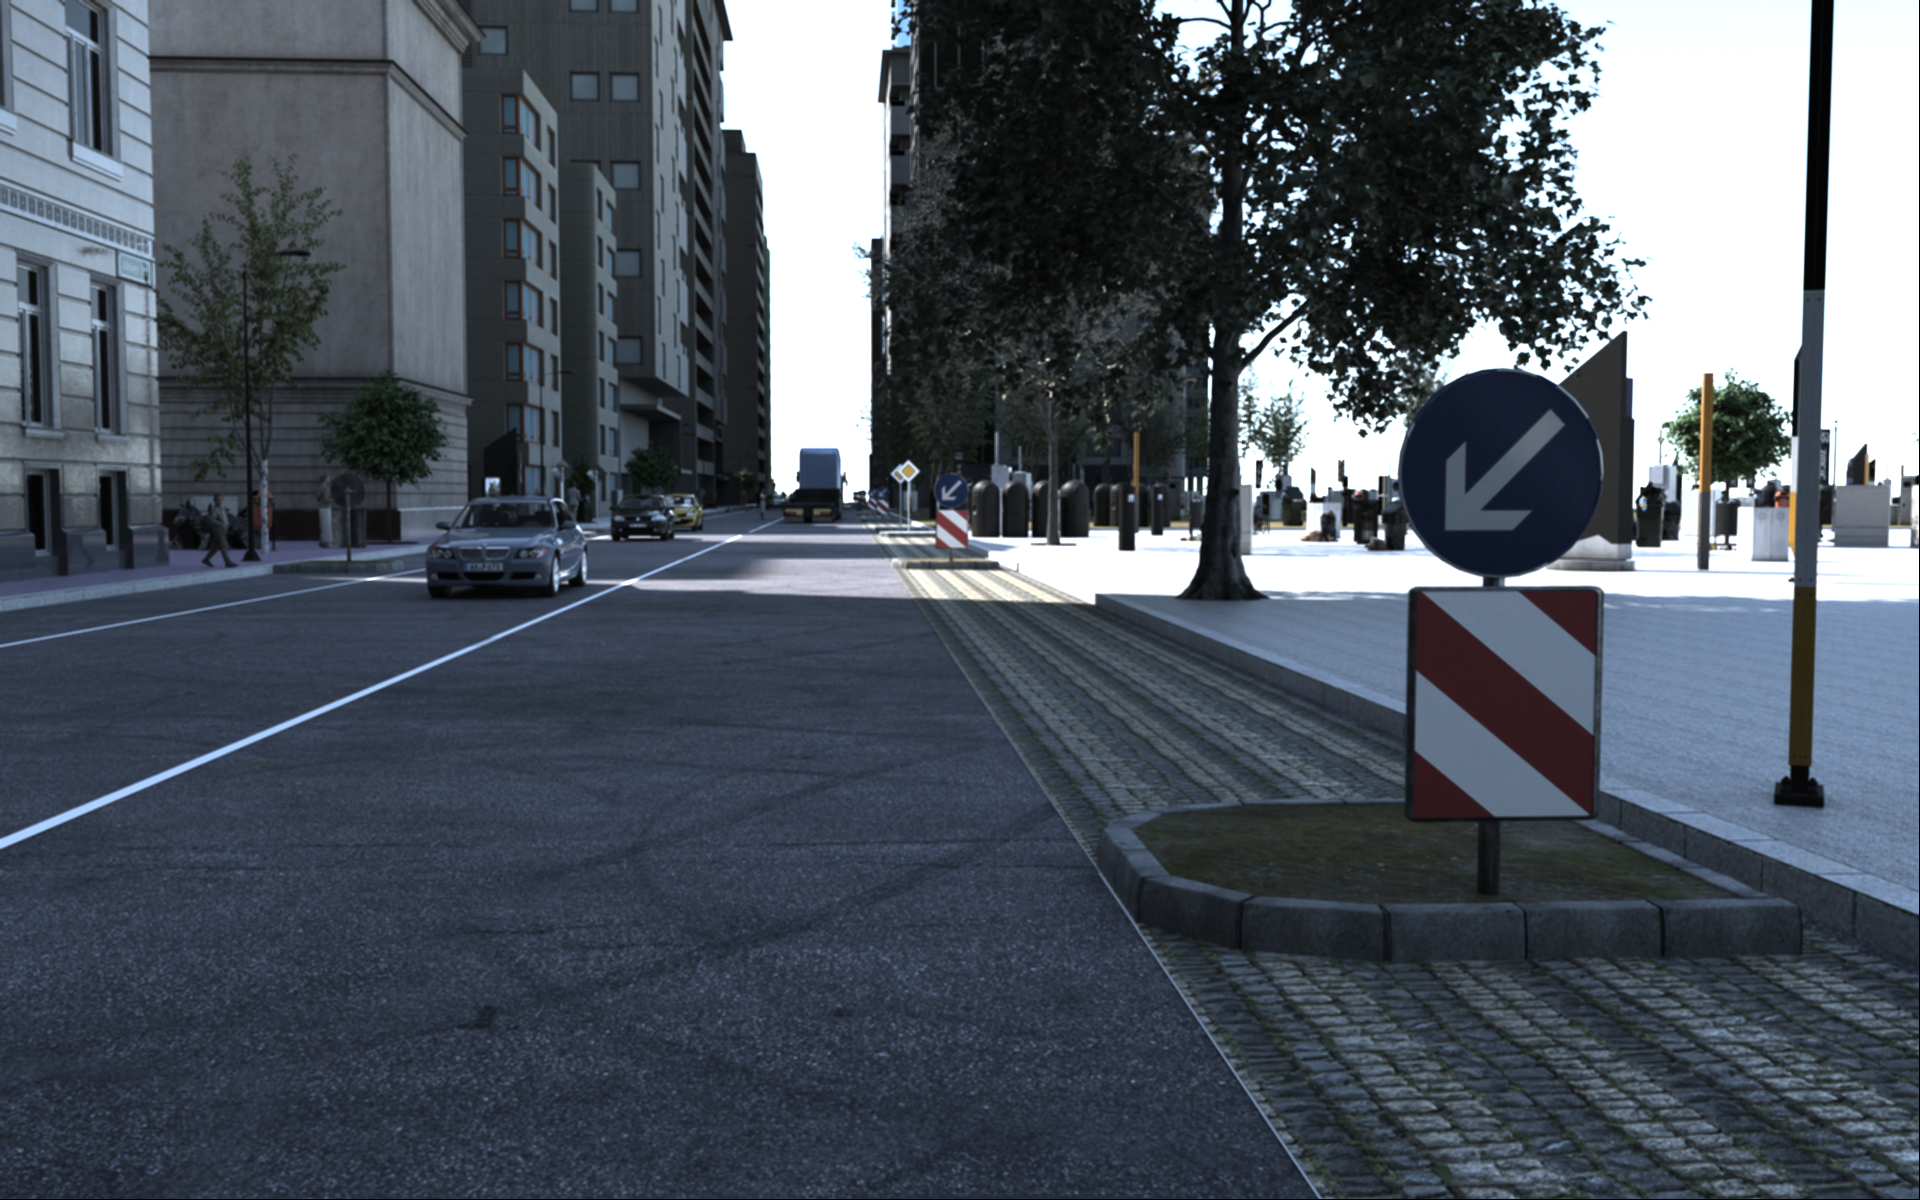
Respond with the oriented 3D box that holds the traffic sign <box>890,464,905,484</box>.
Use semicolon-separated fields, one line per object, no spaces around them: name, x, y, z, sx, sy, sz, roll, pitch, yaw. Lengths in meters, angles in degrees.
traffic sign;-2.253;-3.911;66.140;0.795;2.593;0.064;0;4;-4

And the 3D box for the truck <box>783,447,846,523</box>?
truck;-7.826;-6.369;93.886;2.967;4.110;18.799;0;4;-2

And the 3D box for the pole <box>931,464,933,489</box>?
pole;-1.862;-7.494;116.374;0.158;3.312;0.155;0;3;0

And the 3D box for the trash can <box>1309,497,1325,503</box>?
trash can;16.349;-4.142;79.372;0.748;1.137;0.748;0;3;0

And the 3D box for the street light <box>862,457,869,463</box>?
street light;-11.219;-14.986;217.554;1.470;5.913;1.316;0;4;-4

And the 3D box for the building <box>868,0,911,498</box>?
building;-3.002;-58.538;269.772;22.319;86.520;31.000;0;4;-4

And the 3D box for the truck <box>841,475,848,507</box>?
truck;-13.178;-11.039;176.413;3.469;3.379;9.791;0;4;-3

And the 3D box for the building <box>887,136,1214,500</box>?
building;8.761;-29.731;177.981;32.217;40.220;23.993;0;4;-4

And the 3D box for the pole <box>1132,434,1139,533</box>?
pole;5.803;-3.860;56.955;0.158;3.312;0.155;0;3;0

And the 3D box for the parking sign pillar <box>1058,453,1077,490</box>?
parking sign pillar;7.044;-7.673;113.923;1.447;3.967;1.447;1;4;18

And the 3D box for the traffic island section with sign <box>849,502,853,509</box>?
traffic island section with sign;-9.388;-9.627;166.025;1.989;1.847;2.006;0;4;-4

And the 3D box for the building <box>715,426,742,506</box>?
building;-35.796;-46.468;198.004;20.563;71.187;20.611;0;4;-4

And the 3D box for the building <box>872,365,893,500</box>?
building;1.775;-24.256;241.618;27.650;21.520;28.899;0;4;-4

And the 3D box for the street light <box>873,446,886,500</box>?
street light;-7.781;-11.910;167.274;1.470;5.913;1.316;0;4;-4

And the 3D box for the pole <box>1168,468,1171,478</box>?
pole;16.061;-8.501;132.828;0.158;3.312;0.155;0;3;0

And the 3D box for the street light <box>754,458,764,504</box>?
street light;-26.105;-15.416;224.596;1.470;5.913;1.316;0;4;-4

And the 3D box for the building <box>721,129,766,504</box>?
building;-37.481;-37.261;232.917;21.300;48.544;21.600;0;4;-4

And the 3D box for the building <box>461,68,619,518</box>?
building;-32.498;-14.624;84.145;27.650;21.520;28.899;0;4;-4

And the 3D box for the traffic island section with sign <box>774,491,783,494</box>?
traffic island section with sign;-28.046;-16.263;274.519;1.989;1.847;2.006;0;4;-4

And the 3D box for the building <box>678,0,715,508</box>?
building;-32.821;-32.165;149.607;21.300;48.544;21.600;0;4;-4

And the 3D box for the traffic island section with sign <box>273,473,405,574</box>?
traffic island section with sign;-11.482;-1.444;32.232;1.989;1.847;2.006;0;4;-4

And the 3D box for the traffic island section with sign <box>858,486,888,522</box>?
traffic island section with sign;-4.077;-4.884;88.482;1.989;1.847;2.006;0;4;-4

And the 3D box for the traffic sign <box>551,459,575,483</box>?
traffic sign;-13.177;-3.378;57.412;0.795;2.593;0.064;0;4;-4

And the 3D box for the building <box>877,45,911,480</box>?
building;5.007;-37.563;203.390;28.713;52.752;27.495;0;4;-4

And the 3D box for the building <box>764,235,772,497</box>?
building;-36.689;-35.602;265.681;14.154;41.232;14.086;0;4;-4

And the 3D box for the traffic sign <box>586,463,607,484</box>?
traffic sign;-13.722;-3.865;65.379;0.795;2.593;0.064;0;4;-4

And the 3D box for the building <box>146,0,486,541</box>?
building;-24.787;-11.414;51.253;19.286;19.102;10.561;0;4;-4

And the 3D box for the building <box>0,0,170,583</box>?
building;-19.817;-14.336;20.305;13.634;28.700;20.117;0;4;-4

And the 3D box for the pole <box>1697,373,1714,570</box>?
pole;12.571;-2.163;29.207;0.158;3.312;0.155;0;3;0

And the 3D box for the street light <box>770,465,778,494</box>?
street light;-29.476;-18.481;274.698;1.470;5.913;1.316;0;4;-4

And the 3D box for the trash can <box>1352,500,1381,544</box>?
trash can;10.397;-2.000;44.357;0.748;1.137;0.748;0;3;0

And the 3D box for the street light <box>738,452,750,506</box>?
street light;-23.846;-13.379;191.281;1.470;5.913;1.316;0;4;-4

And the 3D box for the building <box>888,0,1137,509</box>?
building;4.025;-43.801;154.401;20.563;71.187;20.611;0;4;-4

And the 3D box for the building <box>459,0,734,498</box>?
building;-37.776;-35.788;174.368;28.713;52.752;27.495;0;4;-4

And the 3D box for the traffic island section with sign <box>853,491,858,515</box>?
traffic island section with sign;-5.974;-6.563;115.941;1.989;1.847;2.006;0;4;-4

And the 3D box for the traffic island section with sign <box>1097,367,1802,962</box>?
traffic island section with sign;1.547;0.147;6.228;1.989;1.847;2.006;0;4;-4

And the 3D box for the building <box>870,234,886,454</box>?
building;-8.206;-39.347;293.437;14.600;45.320;14.200;0;4;-4

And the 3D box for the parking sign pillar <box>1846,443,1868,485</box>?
parking sign pillar;47.046;-6.266;90.922;1.447;3.967;1.447;-2;4;-34

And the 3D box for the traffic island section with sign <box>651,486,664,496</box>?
traffic island section with sign;-15.278;-4.839;87.737;1.989;1.847;2.006;0;4;-4

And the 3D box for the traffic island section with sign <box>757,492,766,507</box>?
traffic island section with sign;-22.354;-11.159;191.079;1.989;1.847;2.006;0;4;-4

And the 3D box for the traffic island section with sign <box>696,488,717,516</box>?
traffic island section with sign;-17.121;-6.483;114.630;1.989;1.847;2.006;0;4;-4

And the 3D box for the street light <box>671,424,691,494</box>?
street light;-18.553;-8.707;114.906;1.470;5.913;1.316;0;4;-4

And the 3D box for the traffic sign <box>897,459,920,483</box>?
traffic sign;-1.708;-3.424;58.173;0.795;2.593;0.064;0;4;-4

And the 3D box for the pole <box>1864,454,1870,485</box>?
pole;45.959;-5.748;87.817;0.158;3.312;0.155;0;3;0

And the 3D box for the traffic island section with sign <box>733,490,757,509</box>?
traffic island section with sign;-20.483;-9.496;163.892;1.989;1.847;2.006;0;4;-4

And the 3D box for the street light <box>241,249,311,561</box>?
street light;-13.028;-3.699;33.014;1.470;5.913;1.316;0;4;-4

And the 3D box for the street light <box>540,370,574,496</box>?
street light;-15.172;-5.661;65.103;1.470;5.913;1.316;0;4;-4

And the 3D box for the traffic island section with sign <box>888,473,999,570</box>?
traffic island section with sign;-0.319;-1.527;33.588;1.989;1.847;2.006;0;4;-4

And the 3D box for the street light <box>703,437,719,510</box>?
street light;-20.407;-10.333;141.482;1.470;5.913;1.316;0;4;-4

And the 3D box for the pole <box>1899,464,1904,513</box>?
pole;64.786;-7.662;119.123;0.158;3.312;0.155;0;3;0
